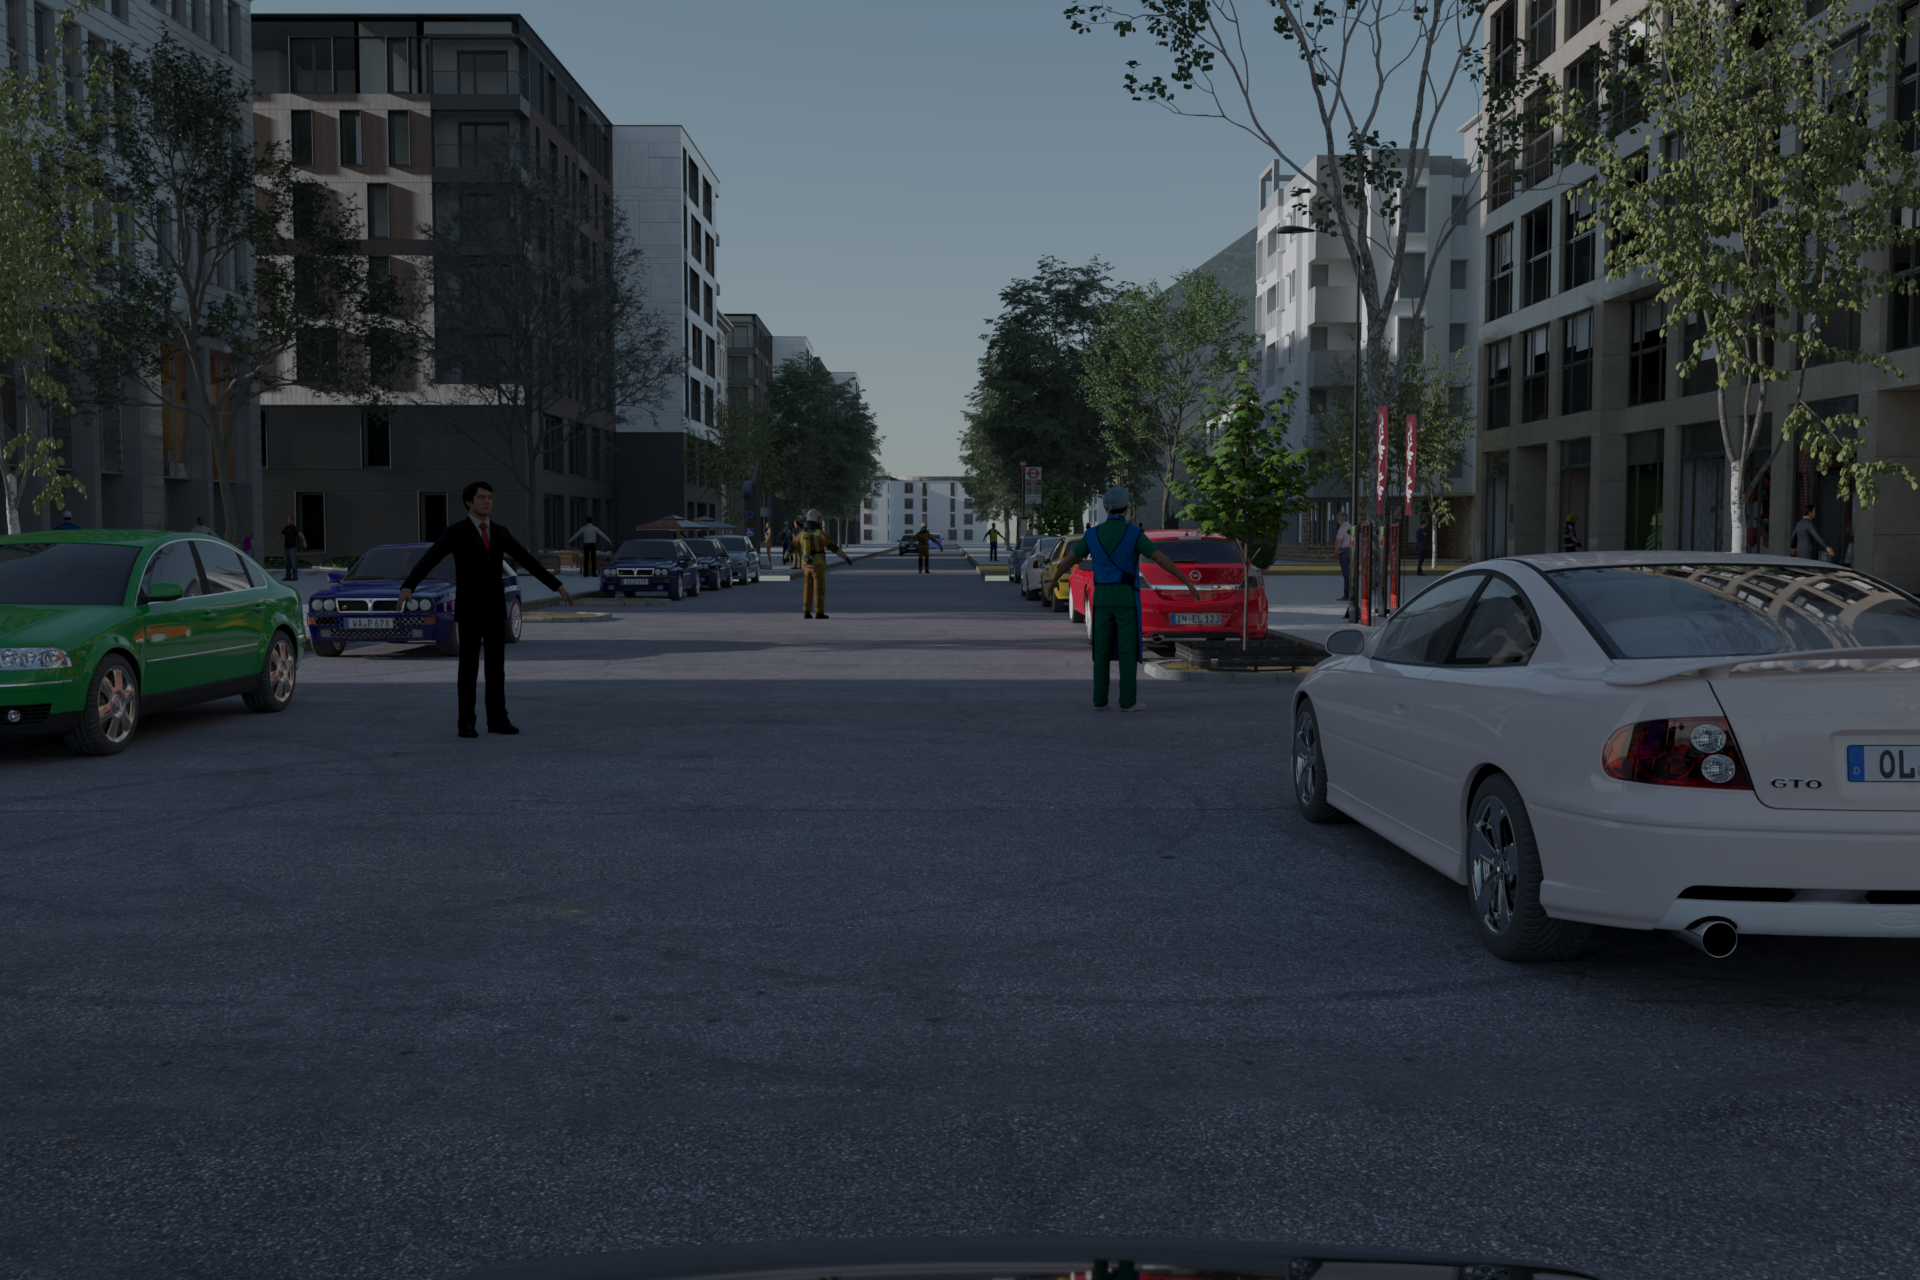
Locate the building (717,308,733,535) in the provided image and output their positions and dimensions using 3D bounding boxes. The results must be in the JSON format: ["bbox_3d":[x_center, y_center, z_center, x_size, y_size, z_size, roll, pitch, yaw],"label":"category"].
[{"bbox_3d":[-25.966,-17.473,116.605,19.493,23.208,18.063,0,4,-1],"label":"building"}]

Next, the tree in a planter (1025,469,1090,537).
[{"bbox_3d":[2.698,-3.111,48.080,1.991,3.239,1.994,0,4,-1],"label":"tree in a planter"}]

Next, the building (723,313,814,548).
[{"bbox_3d":[-29.770,-20.344,176.600,27.936,21.610,32.646,0,4,-1],"label":"building"}]

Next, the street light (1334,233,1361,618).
[{"bbox_3d":[6.544,-3.283,26.217,1.470,5.913,1.316,0,4,0],"label":"street light"}]

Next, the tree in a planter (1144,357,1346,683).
[{"bbox_3d":[2.921,-1.246,17.595,1.991,3.239,1.994,0,4,-1],"label":"tree in a planter"}]

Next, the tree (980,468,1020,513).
[{"bbox_3d":[5.064,-13.344,143.923,9.928,11.665,9.643,0,3,0],"label":"tree"}]

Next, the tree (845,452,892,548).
[{"bbox_3d":[-10.447,-13.722,158.765,8.767,10.594,7.601,0,4,-2],"label":"tree"}]

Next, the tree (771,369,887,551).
[{"bbox_3d":[-10.107,-13.689,130.477,9.857,13.997,8.962,0,3,0],"label":"tree"}]

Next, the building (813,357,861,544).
[{"bbox_3d":[-27.027,-22.742,215.798,27.936,21.610,32.646,0,4,-1],"label":"building"}]

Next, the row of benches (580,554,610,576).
[{"bbox_3d":[-11.330,-2.356,53.975,1.422,0.672,4.104,-1,4,-18],"label":"row of benches"}]

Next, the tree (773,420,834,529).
[{"bbox_3d":[-10.028,-9.856,111.502,4.360,8.622,3.978,0,3,0],"label":"tree"}]

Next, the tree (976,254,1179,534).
[{"bbox_3d":[5.246,-10.459,77.662,9.857,13.997,8.962,0,3,0],"label":"tree"}]

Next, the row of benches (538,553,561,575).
[{"bbox_3d":[-13.247,-2.462,55.721,1.422,0.672,4.104,-1,4,-11],"label":"row of benches"}]

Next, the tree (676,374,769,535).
[{"bbox_3d":[-10.678,-7.848,78.680,4.737,8.622,4.395,0,3,0],"label":"tree"}]

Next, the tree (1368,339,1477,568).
[{"bbox_3d":[17.558,-6.983,64.531,4.737,8.622,4.395,0,3,0],"label":"tree"}]

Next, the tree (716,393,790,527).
[{"bbox_3d":[-10.769,-8.594,90.872,4.737,8.622,4.395,0,3,0],"label":"tree"}]

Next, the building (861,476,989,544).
[{"bbox_3d":[-9.925,-18.576,248.322,28.070,9.664,9.099,0,4,5],"label":"building"}]

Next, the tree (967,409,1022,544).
[{"bbox_3d":[4.584,-12.590,131.604,9.928,11.665,9.643,0,3,0],"label":"tree"}]

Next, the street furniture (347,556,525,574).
[{"bbox_3d":[-17.497,-2.664,59.179,5.734,0.657,10.072,0,4,-7],"label":"street furniture"}]

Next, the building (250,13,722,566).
[{"bbox_3d":[-27.817,-14.721,84.671,27.936,21.610,32.646,0,4,0],"label":"building"}]

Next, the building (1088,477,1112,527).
[{"bbox_3d":[21.314,-16.507,212.031,9.099,9.664,28.070,0,4,-1],"label":"building"}]

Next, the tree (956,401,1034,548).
[{"bbox_3d":[4.233,-15.425,158.846,9.857,13.997,8.962,0,3,0],"label":"tree"}]

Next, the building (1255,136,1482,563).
[{"bbox_3d":[20.437,-14.213,88.800,16.016,20.090,11.380,0,4,-1],"label":"building"}]

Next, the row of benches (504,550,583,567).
[{"bbox_3d":[-16.825,-3.187,67.571,4.104,0.672,1.422,0,4,0],"label":"row of benches"}]

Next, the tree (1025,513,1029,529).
[{"bbox_3d":[9.743,-17.941,243.696,4.737,8.622,4.395,0,3,0],"label":"tree"}]

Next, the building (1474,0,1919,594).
[{"bbox_3d":[27.658,-14.673,43.097,19.350,26.588,34.151,0,3,0],"label":"building"}]

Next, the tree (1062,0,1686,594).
[{"bbox_3d":[8.449,-10.964,35.144,12.611,20.169,13.585,0,3,0],"label":"tree"}]

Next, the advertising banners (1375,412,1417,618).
[{"bbox_3d":[6.544,-1.824,26.012,0.090,3.025,2.074,0,4,0],"label":"advertising banners"}]

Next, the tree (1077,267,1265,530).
[{"bbox_3d":[8.121,-8.645,67.094,9.928,11.665,9.643,0,3,0],"label":"tree"}]

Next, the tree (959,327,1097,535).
[{"bbox_3d":[4.799,-12.120,104.817,9.857,13.997,8.962,0,3,0],"label":"tree"}]

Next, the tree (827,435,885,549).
[{"bbox_3d":[-10.259,-13.583,147.833,9.928,11.665,9.643,0,3,0],"label":"tree"}]

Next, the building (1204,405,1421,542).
[{"bbox_3d":[21.544,-10.030,106.131,9.099,9.664,28.070,0,4,0],"label":"building"}]

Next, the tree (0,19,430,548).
[{"bbox_3d":[-13.516,-5.947,31.641,7.601,10.594,8.767,2,4,33],"label":"tree"}]

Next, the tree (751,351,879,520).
[{"bbox_3d":[-10.102,-13.055,120.096,9.857,13.997,8.962,0,3,0],"label":"tree"}]

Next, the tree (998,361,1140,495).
[{"bbox_3d":[5.475,-9.511,89.915,8.767,10.594,7.601,0,4,7],"label":"tree"}]

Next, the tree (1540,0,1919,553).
[{"bbox_3d":[8.163,-4.132,17.927,4.737,8.622,4.395,0,3,0],"label":"tree"}]

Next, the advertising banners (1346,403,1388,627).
[{"bbox_3d":[5.698,-1.716,24.247,0.090,3.025,2.074,0,4,0],"label":"advertising banners"}]

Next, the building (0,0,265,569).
[{"bbox_3d":[-29.693,-16.361,44.996,11.434,29.767,29.804,0,4,0],"label":"building"}]

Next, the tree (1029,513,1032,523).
[{"bbox_3d":[4.857,-10.478,121.672,4.360,8.622,3.978,0,3,0],"label":"tree"}]

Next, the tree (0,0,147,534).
[{"bbox_3d":[-12.418,-4.395,22.217,4.737,8.622,4.395,0,3,0],"label":"tree"}]

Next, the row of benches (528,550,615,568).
[{"bbox_3d":[-15.132,-3.065,65.569,4.104,0.672,1.422,1,4,11],"label":"row of benches"}]

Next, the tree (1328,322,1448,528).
[{"bbox_3d":[14.349,-6.546,57.397,4.737,8.622,4.395,0,3,0],"label":"tree"}]

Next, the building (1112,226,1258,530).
[{"bbox_3d":[21.502,-18.248,129.276,19.493,23.208,18.063,0,3,0],"label":"building"}]

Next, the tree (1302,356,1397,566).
[{"bbox_3d":[16.025,-7.327,70.164,4.737,8.622,4.395,0,3,0],"label":"tree"}]

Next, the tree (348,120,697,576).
[{"bbox_3d":[-13.148,-8.694,52.520,12.009,13.543,11.850,0,3,0],"label":"tree"}]
